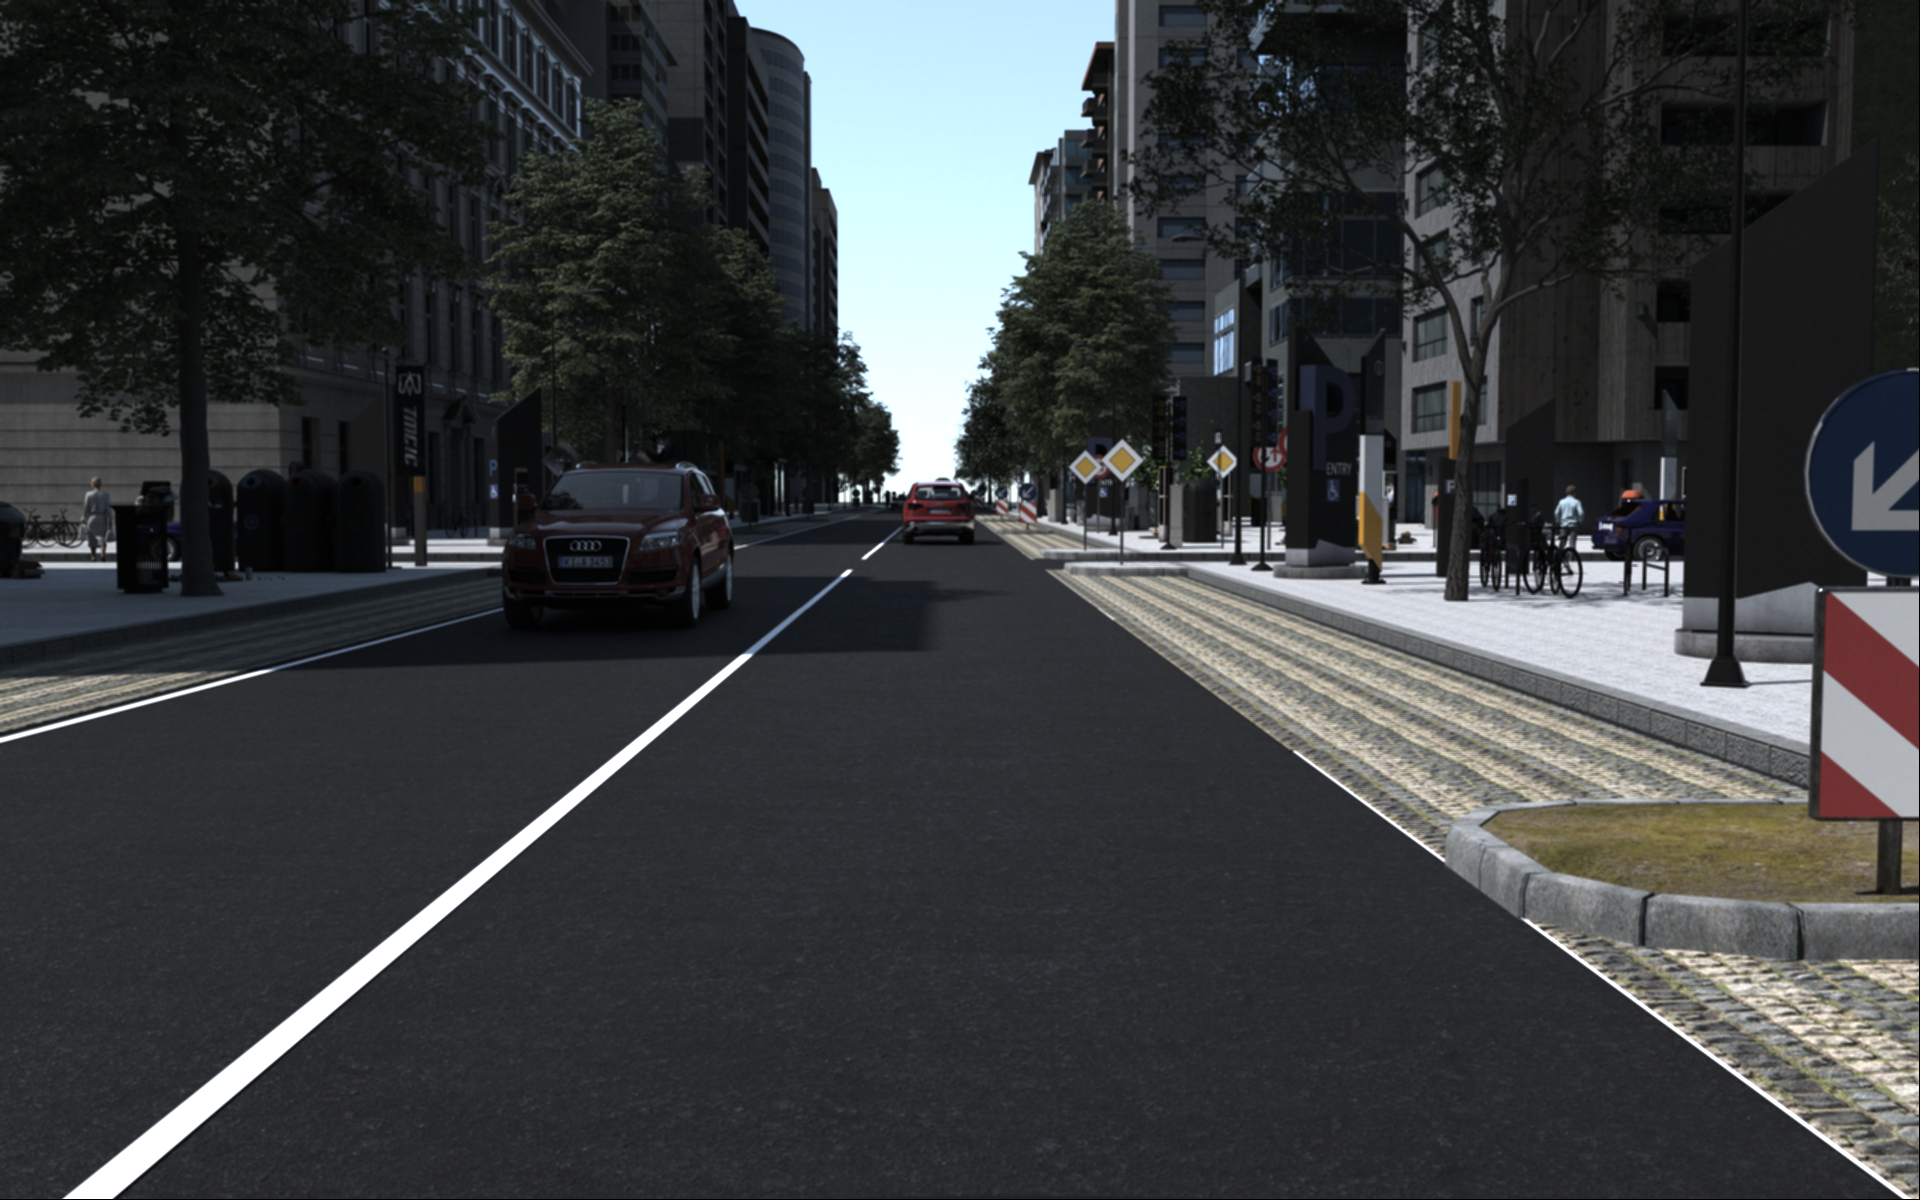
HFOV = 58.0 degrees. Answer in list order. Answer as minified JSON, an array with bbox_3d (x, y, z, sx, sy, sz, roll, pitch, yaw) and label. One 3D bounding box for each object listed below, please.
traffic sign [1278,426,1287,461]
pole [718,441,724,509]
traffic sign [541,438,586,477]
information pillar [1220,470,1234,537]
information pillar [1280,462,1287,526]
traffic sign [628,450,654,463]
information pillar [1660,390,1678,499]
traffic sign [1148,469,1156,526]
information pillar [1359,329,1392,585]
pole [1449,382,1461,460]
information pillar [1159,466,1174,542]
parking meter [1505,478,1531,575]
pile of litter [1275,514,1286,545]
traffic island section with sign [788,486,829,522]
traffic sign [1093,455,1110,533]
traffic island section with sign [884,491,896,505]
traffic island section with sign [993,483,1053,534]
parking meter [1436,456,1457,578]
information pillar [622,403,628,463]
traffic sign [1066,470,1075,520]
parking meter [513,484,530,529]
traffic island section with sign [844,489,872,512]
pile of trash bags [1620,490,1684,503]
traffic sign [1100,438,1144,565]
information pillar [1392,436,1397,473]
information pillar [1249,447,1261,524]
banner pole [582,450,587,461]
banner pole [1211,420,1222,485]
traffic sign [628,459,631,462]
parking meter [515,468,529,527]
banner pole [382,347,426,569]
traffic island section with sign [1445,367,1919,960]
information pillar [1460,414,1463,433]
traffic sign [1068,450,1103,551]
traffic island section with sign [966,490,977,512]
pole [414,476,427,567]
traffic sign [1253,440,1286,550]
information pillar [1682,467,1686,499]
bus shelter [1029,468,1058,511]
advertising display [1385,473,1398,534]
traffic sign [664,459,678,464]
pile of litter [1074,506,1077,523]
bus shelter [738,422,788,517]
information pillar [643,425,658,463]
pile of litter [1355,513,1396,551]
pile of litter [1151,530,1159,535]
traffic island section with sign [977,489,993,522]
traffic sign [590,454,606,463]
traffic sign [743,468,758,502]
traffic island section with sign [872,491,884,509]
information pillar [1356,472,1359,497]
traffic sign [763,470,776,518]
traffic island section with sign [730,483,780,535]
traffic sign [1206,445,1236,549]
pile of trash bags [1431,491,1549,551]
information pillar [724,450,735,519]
[{"bbox_3d":[5.933,-1.847,30.311,0.768,2.556,0.104,0,4,4],"label":"traffic sign"},{"bbox_3d":[-9.110,-4.419,66.093,0.158,3.312,0.155,0,3,0],"label":"pole"},{"bbox_3d":[-7.125,-1.683,31.154,0.795,2.450,0.064,0,4,-1],"label":"traffic sign"},{"bbox_3d":[8.038,-2.918,52.194,0.304,2.012,0.304,2,4,29],"label":"information pillar"},{"bbox_3d":[13.141,-4.780,69.511,0.504,3.616,0.183,3,4,38],"label":"information pillar"},{"bbox_3d":[-7.207,-2.171,39.139,0.795,2.450,0.064,0,4,-1],"label":"traffic sign"},{"bbox_3d":[16.092,-2.935,39.347,0.504,3.616,0.183,-2,4,-34],"label":"information pillar"},{"bbox_3d":[6.377,-3.371,56.307,0.795,2.450,0.064,0,4,2],"label":"traffic sign"},{"bbox_3d":[5.840,-2.029,24.532,0.504,3.616,0.183,-3,5,-43],"label":"information pillar"},{"bbox_3d":[8.991,-2.303,31.502,0.158,3.312,0.155,0,3,0],"label":"pole"},{"bbox_3d":[5.487,-2.542,46.054,0.304,2.012,0.304,-1,4,-23],"label":"information pillar"},{"bbox_3d":[8.908,-1.176,27.644,0.372,1.533,0.369,0,3,0],"label":"parking meter"},{"bbox_3d":[8.545,-1.805,43.473,1.176,0.858,1.719,0,4,-4],"label":"pile of litter"},{"bbox_3d":[-7.744,-4.911,88.917,1.989,1.847,2.006,0,4,-1],"label":"traffic island section with sign"},{"bbox_3d":[4.532,-3.461,56.698,0.768,2.556,0.104,0,4,3],"label":"traffic sign"},{"bbox_3d":[-9.117,-13.038,221.797,1.989,1.847,2.006,0,4,-1],"label":"traffic island section with sign"},{"bbox_3d":[2.295,-3.276,62.195,1.989,1.847,2.006,0,4,-1],"label":"traffic island section with sign"},{"bbox_3d":[7.550,-1.279,26.622,0.399,1.863,0.255,1,4,9],"label":"parking meter"},{"bbox_3d":[-8.706,-3.284,45.056,0.183,3.616,0.504,0,4,-5],"label":"information pillar"},{"bbox_3d":[5.532,-5.256,86.037,0.768,2.556,0.104,0,4,5],"label":"traffic sign"},{"bbox_3d":[-10.353,-1.986,40.887,0.372,1.533,0.369,0,3,0],"label":"parking meter"},{"bbox_3d":[-8.254,-7.958,138.740,1.989,1.847,2.006,0,4,-1],"label":"traffic island section with sign"},{"bbox_3d":[16.784,-1.935,41.397,3.447,1.369,1.912,-3,5,-42],"label":"pile of trash bags"},{"bbox_3d":[2.919,-1.688,31.237,0.795,2.450,0.064,0,4,-1],"label":"traffic sign"},{"bbox_3d":[15.267,-4.298,61.622,0.504,3.616,0.183,-1,4,-16],"label":"information pillar"},{"bbox_3d":[11.944,-4.804,69.895,0.504,3.616,0.183,1,4,12],"label":"information pillar"},{"bbox_3d":[-15.839,-5.082,73.103,0.401,3.779,0.863,0,4,6],"label":"banner pole"},{"bbox_3d":[8.669,-4.205,58.773,0.401,3.779,0.863,-1,4,-21],"label":"banner pole"},{"bbox_3d":[-11.835,-3.818,62.530,0.768,2.556,0.104,0,4,5],"label":"traffic sign"},{"bbox_3d":[-9.692,-1.995,38.333,0.255,1.863,0.399,-1,4,-21],"label":"parking meter"},{"bbox_3d":[-9.580,-2.428,29.721,0.863,3.779,0.401,-1,4,-10],"label":"banner pole"},{"bbox_3d":[2.873,0.147,6.232,1.989,1.847,2.006,0,4,-1],"label":"traffic island section with sign"},{"bbox_3d":[14.697,-3.655,51.107,0.183,3.616,0.504,-1,4,-19],"label":"information pillar"},{"bbox_3d":[2.837,-2.176,39.221,0.795,2.450,0.064,0,4,-1],"label":"traffic sign"},{"bbox_3d":[1.507,-7.975,139.013,1.989,1.847,2.006,0,4,-1],"label":"traffic island section with sign"},{"bbox_3d":[-9.535,-2.245,30.546,0.158,3.312,0.155,0,3,0],"label":"pole"},{"bbox_3d":[7.102,-2.425,39.751,0.768,2.556,0.104,0,4,5],"label":"traffic sign"},{"bbox_3d":[19.998,-2.628,47.452,0.304,2.012,0.304,-3,4,-37],"label":"information pillar"},{"bbox_3d":[5.357,-7.186,111.417,2.014,3.302,5.546,0,4,0],"label":"bus shelter"},{"bbox_3d":[13.467,-2.990,54.107,0.123,1.923,0.974,0,4,-2],"label":"advertising display"},{"bbox_3d":[-10.528,-3.862,63.253,0.768,2.556,0.104,0,4,5],"label":"traffic sign"},{"bbox_3d":[5.522,-3.788,75.897,1.176,0.858,1.719,2,4,25],"label":"pile of litter"},{"bbox_3d":[-11.330,-7.429,99.089,2.179,5.291,8.768,0,4,-1],"label":"bus shelter"},{"bbox_3d":[-10.219,-4.021,57.100,0.504,3.616,0.183,-1,4,-14],"label":"information pillar"},{"bbox_3d":[9.435,-1.579,39.780,1.176,0.858,1.719,0,4,8],"label":"pile of litter"},{"bbox_3d":[6.507,-2.425,53.618,1.176,0.858,1.719,0,4,6],"label":"pile of litter"},{"bbox_3d":[2.024,-4.925,89.148,1.989,1.847,2.006,0,4,-1],"label":"traffic island section with sign"},{"bbox_3d":[-11.315,-3.334,54.610,0.768,2.556,0.104,0,4,2],"label":"traffic sign"},{"bbox_3d":[-10.318,-5.216,85.390,0.768,2.556,0.104,0,4,8],"label":"traffic sign"},{"bbox_3d":[-8.535,-9.606,165.693,1.989,1.847,2.006,0,4,-1],"label":"traffic island section with sign"},{"bbox_3d":[13.204,-3.288,58.247,0.304,2.012,0.304,-1,4,-9],"label":"information pillar"},{"bbox_3d":[-10.053,-5.560,91.008,0.768,2.556,0.104,0,4,4],"label":"traffic sign"},{"bbox_3d":[-7.470,-3.249,61.742,1.989,1.847,2.006,0,4,-1],"label":"traffic island section with sign"},{"bbox_3d":[6.152,-2.406,40.528,0.795,2.450,0.064,0,4,4],"label":"traffic sign"},{"bbox_3d":[12.132,-1.874,40.386,1.912,1.369,3.447,-1,4,-21],"label":"pile of trash bags"},{"bbox_3d":[-11.708,-5.904,87.891,0.504,3.616,0.183,0,4,-3],"label":"information pillar"}]
